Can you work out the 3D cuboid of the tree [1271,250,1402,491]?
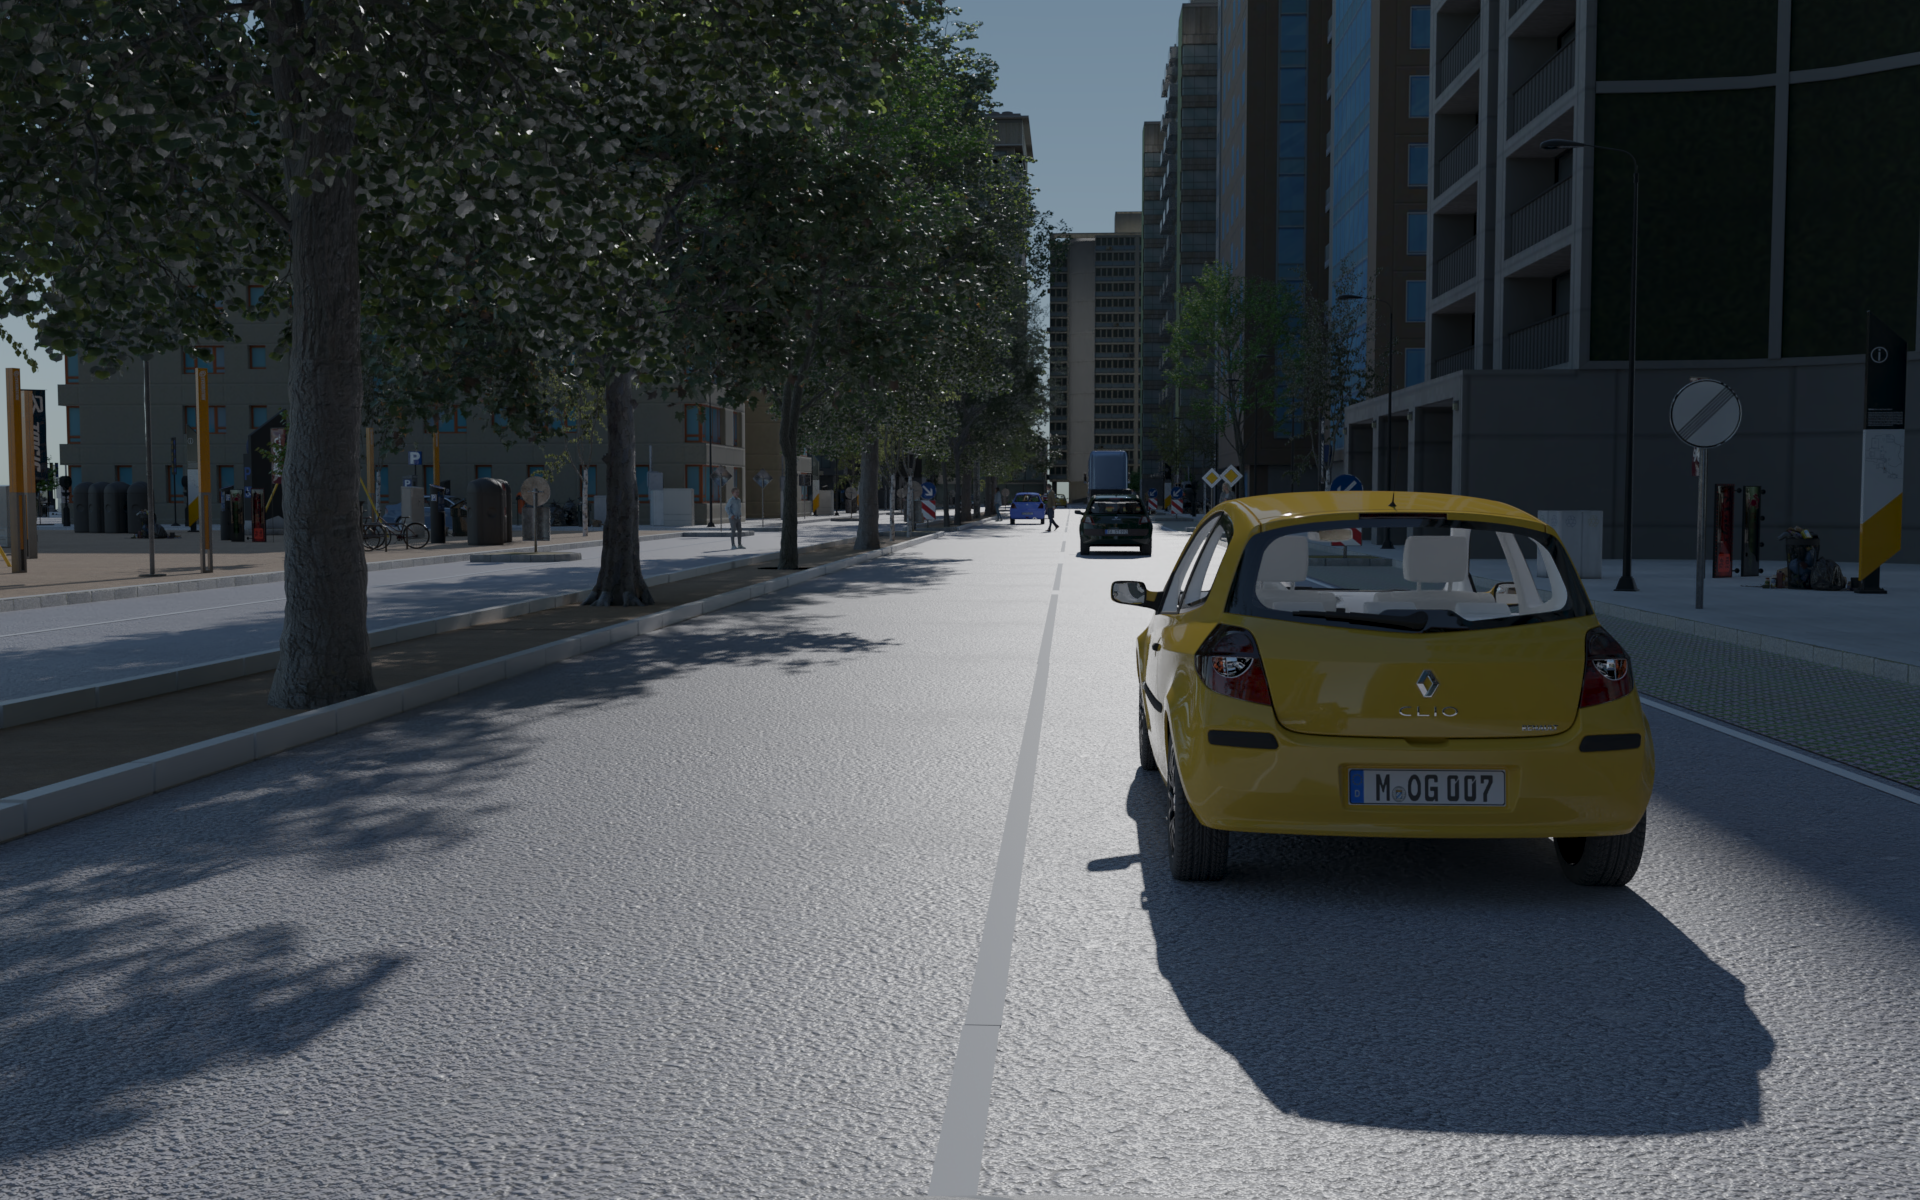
[{"bbox_3d":[11.383,-6.293,53.256,4.360,8.622,3.978,0,3,0],"label":"tree"}]

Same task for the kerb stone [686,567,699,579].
[{"bbox_3d":[-4.645,-0.442,29.419,0.120,0.150,1.000,0,4,4],"label":"kerb stone"}]

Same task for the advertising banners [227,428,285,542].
[{"bbox_3d":[-18.699,-3.051,46.074,2.074,3.025,0.090,2,4,23],"label":"advertising banners"}]

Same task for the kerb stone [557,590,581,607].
[{"bbox_3d":[-5.107,0.005,22.258,0.120,0.150,1.000,0,4,4],"label":"kerb stone"}]

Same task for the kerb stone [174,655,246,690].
[{"bbox_3d":[-5.700,0.559,13.063,0.120,0.150,1.000,0,4,4],"label":"kerb stone"}]

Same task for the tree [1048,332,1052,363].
[{"bbox_3d":[0.284,-11.047,89.735,9.857,13.997,8.962,0,3,0],"label":"tree"}]

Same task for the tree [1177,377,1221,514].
[{"bbox_3d":[15.613,-9.679,108.609,4.360,8.622,3.978,0,3,0],"label":"tree"}]

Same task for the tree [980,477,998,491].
[{"bbox_3d":[2.599,-10.732,128.284,4.360,8.622,3.978,0,3,0],"label":"tree"}]

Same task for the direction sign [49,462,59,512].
[{"bbox_3d":[-64.966,-8.090,124.275,0.379,3.537,0.876,1,4,11],"label":"direction sign"}]

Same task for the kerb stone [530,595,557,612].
[{"bbox_3d":[-5.177,0.059,21.238,0.120,0.150,1.000,0,4,4],"label":"kerb stone"}]

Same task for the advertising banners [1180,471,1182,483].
[{"bbox_3d":[16.645,-8.144,129.350,0.090,3.025,2.074,1,4,21],"label":"advertising banners"}]

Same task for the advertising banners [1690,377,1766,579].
[{"bbox_3d":[11.699,-1.851,26.447,2.074,3.025,0.090,-2,4,-35],"label":"advertising banners"}]

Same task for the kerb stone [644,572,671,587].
[{"bbox_3d":[-4.788,-0.317,27.378,0.120,0.150,1.000,0,4,4],"label":"kerb stone"}]

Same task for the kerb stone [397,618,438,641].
[{"bbox_3d":[-5.440,0.308,17.157,0.120,0.150,1.000,0,4,4],"label":"kerb stone"}]

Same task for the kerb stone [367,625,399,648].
[{"bbox_3d":[-5.506,0.374,16.138,0.120,0.150,1.000,0,4,4],"label":"kerb stone"}]

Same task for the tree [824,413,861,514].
[{"bbox_3d":[-7.216,-9.900,112.227,4.737,8.622,4.395,0,3,0],"label":"tree"}]

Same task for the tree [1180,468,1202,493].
[{"bbox_3d":[16.963,-8.101,127.047,1.663,3.219,1.824,0,3,0],"label":"tree"}]

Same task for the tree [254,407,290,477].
[{"bbox_3d":[-12.435,-2.375,33.432,1.663,3.219,1.824,0,3,0],"label":"tree"}]

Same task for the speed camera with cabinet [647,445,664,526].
[{"bbox_3d":[-12.212,-4.622,69.908,0.660,3.252,2.038,-1,4,-16],"label":"speed camera with cabinet"}]

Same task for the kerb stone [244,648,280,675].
[{"bbox_3d":[-5.639,0.496,14.092,0.120,0.150,1.000,0,4,4],"label":"kerb stone"}]

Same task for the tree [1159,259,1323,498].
[{"bbox_3d":[12.518,-9.278,77.449,9.928,11.665,9.643,0,3,0],"label":"tree"}]

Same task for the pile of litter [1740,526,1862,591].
[{"bbox_3d":[11.515,-0.584,23.506,1.176,0.858,1.719,-1,4,-22],"label":"pile of litter"}]

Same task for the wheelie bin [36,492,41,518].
[{"bbox_3d":[-51.617,-5.422,96.551,0.980,1.594,0.693,0,4,-3],"label":"wheelie bin"}]

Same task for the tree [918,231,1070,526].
[{"bbox_3d":[-0.088,-10.147,78.738,12.009,13.543,11.850,0,3,0],"label":"tree"}]

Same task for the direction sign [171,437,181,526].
[{"bbox_3d":[-31.457,-4.732,69.358,0.379,3.537,0.876,-2,4,-34],"label":"direction sign"}]

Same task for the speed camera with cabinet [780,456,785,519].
[{"bbox_3d":[-8.867,-5.751,88.364,0.660,3.252,2.038,0,4,-5],"label":"speed camera with cabinet"}]

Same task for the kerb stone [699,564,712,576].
[{"bbox_3d":[-4.578,-0.505,30.450,0.120,0.150,1.000,0,4,4],"label":"kerb stone"}]

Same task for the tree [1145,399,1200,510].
[{"bbox_3d":[16.570,-11.314,135.346,4.737,8.622,4.395,0,3,0],"label":"tree"}]

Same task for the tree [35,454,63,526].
[{"bbox_3d":[-37.811,-4.667,70.908,1.663,3.219,1.824,0,3,0],"label":"tree"}]

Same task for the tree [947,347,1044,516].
[{"bbox_3d":[1.681,-11.657,111.175,7.486,12.596,7.792,0,3,0],"label":"tree"}]

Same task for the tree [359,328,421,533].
[{"bbox_3d":[-19.252,-6.540,57.285,4.360,8.622,3.978,0,3,0],"label":"tree"}]

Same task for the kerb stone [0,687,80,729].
[{"bbox_3d":[-5.840,0.683,11.021,0.120,0.150,1.000,0,4,4],"label":"kerb stone"}]

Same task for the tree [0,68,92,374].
[{"bbox_3d":[-12.948,-4.366,21.743,4.737,8.622,4.395,0,3,0],"label":"tree"}]

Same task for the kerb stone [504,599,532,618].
[{"bbox_3d":[-5.246,0.125,20.217,0.120,0.150,1.000,0,4,4],"label":"kerb stone"}]

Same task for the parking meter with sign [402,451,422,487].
[{"bbox_3d":[-22.194,-4.499,69.816,0.543,3.016,1.738,0,4,0],"label":"parking meter with sign"}]

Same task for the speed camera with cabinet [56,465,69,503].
[{"bbox_3d":[-45.939,-5.865,90.230,0.660,3.252,2.038,3,4,38],"label":"speed camera with cabinet"}]

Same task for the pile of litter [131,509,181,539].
[{"bbox_3d":[-23.329,-2.210,50.095,1.719,0.858,1.176,2,4,30],"label":"pile of litter"}]

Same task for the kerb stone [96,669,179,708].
[{"bbox_3d":[-5.761,0.621,12.040,0.120,0.150,1.000,0,4,4],"label":"kerb stone"}]

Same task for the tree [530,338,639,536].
[{"bbox_3d":[-11.434,-6.247,52.508,4.360,8.622,3.978,0,3,0],"label":"tree"}]

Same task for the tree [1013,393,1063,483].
[{"bbox_3d":[2.354,-12.252,119.777,9.611,12.733,9.660,0,3,0],"label":"tree"}]

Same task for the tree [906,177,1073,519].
[{"bbox_3d":[-0.183,-14.836,100.913,12.611,20.169,13.585,0,3,0],"label":"tree"}]

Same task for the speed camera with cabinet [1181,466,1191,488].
[{"bbox_3d":[16.063,-7.934,124.060,0.660,3.252,2.038,0,4,-3],"label":"speed camera with cabinet"}]

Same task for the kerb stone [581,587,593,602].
[{"bbox_3d":[-5.041,-0.063,23.290,0.120,0.150,1.000,0,4,4],"label":"kerb stone"}]

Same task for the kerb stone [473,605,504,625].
[{"bbox_3d":[-5.306,0.188,19.197,0.120,0.150,1.000,0,4,4],"label":"kerb stone"}]

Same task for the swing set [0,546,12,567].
[{"bbox_3d":[-17.458,-1.889,28.510,2.862,2.851,3.119,-1,4,-23],"label":"swing set"}]

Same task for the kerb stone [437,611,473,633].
[{"bbox_3d":[-5.370,0.247,18.177,0.120,0.150,1.000,0,4,4],"label":"kerb stone"}]

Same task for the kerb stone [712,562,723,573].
[{"bbox_3d":[-4.506,-0.567,31.473,0.120,0.150,1.000,0,4,4],"label":"kerb stone"}]

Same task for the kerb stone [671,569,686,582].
[{"bbox_3d":[-4.705,-0.374,28.397,0.120,0.150,1.000,0,4,4],"label":"kerb stone"}]

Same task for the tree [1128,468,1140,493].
[{"bbox_3d":[22.342,-14.343,218.216,4.285,4.588,4.351,0,3,0],"label":"tree"}]

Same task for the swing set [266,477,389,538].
[{"bbox_3d":[-18.329,-3.194,49.845,2.862,2.851,3.119,0,4,2],"label":"swing set"}]
